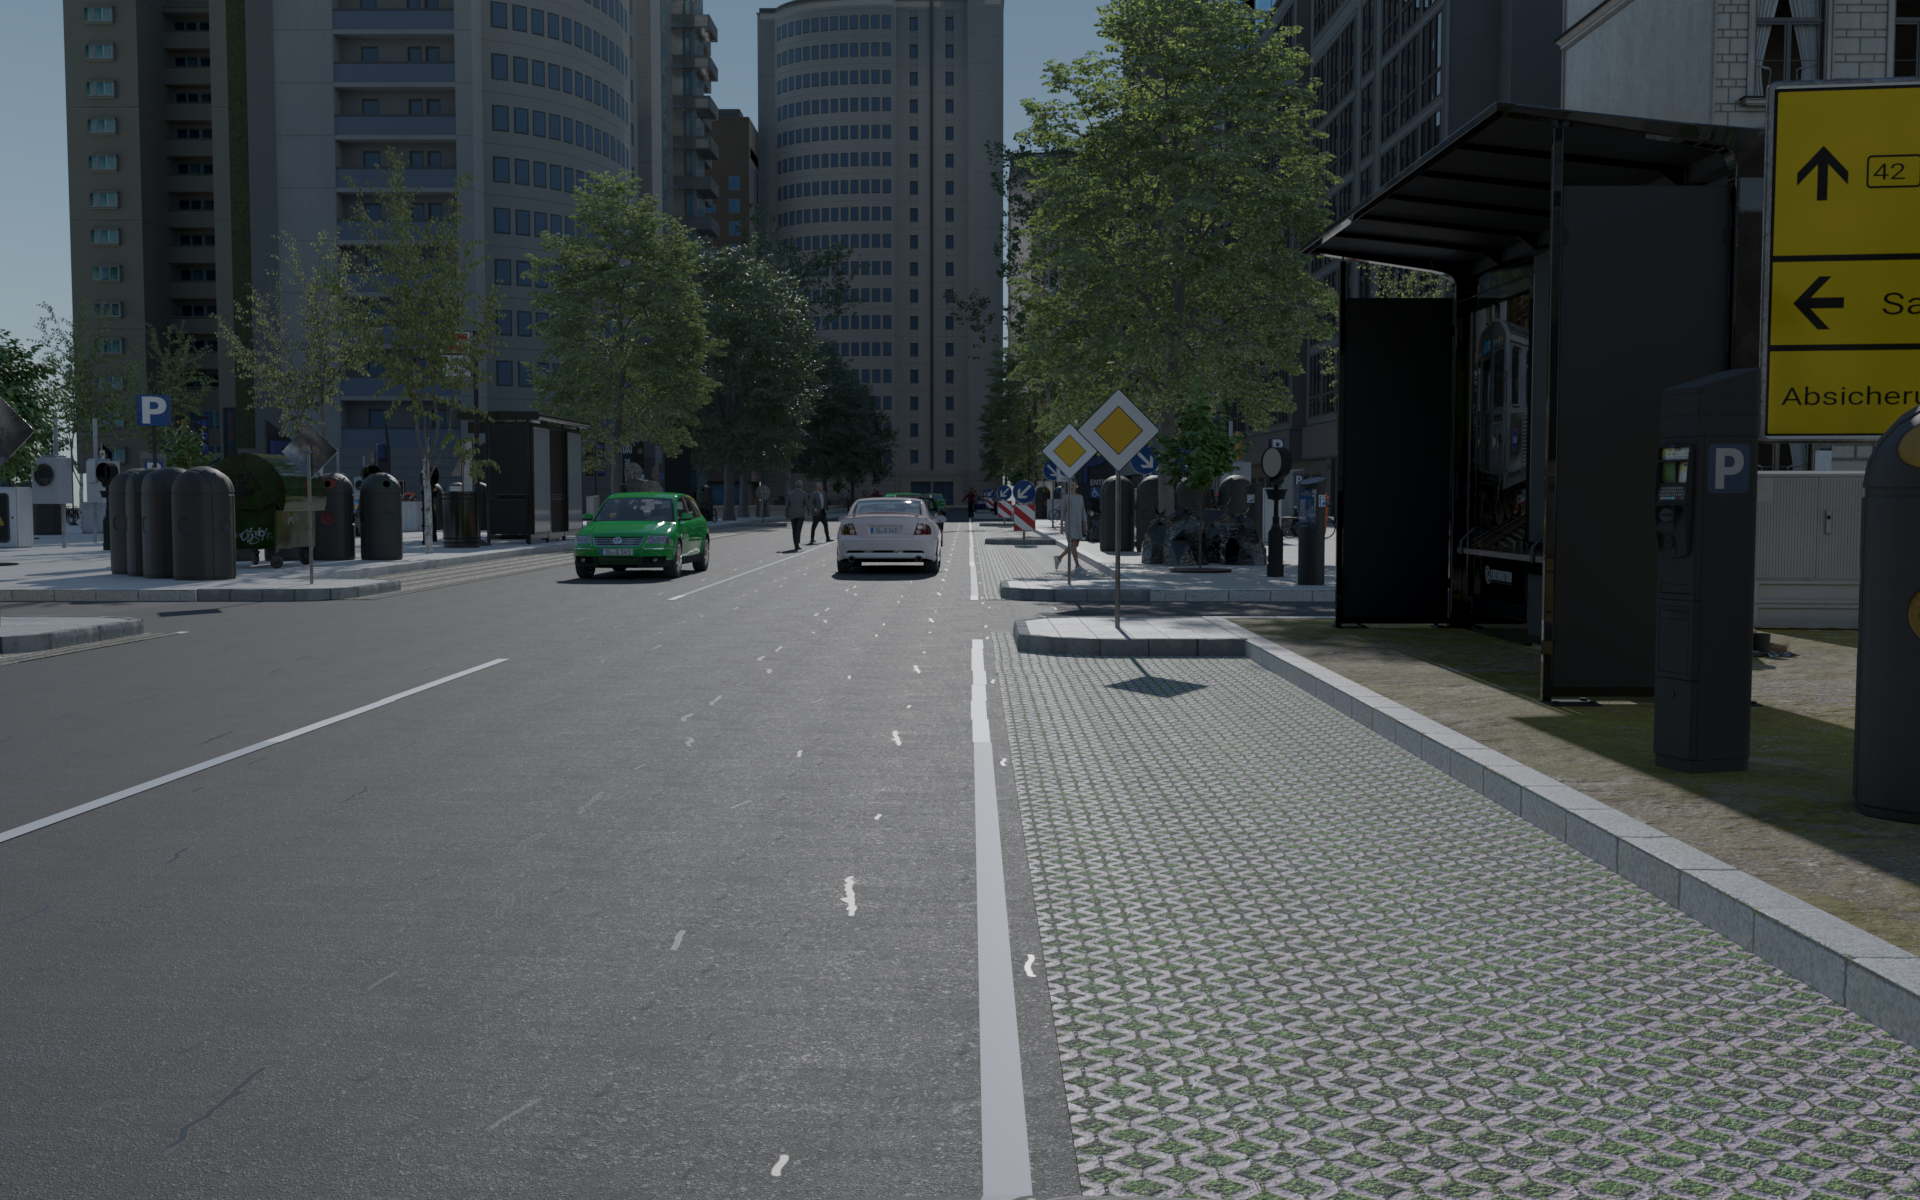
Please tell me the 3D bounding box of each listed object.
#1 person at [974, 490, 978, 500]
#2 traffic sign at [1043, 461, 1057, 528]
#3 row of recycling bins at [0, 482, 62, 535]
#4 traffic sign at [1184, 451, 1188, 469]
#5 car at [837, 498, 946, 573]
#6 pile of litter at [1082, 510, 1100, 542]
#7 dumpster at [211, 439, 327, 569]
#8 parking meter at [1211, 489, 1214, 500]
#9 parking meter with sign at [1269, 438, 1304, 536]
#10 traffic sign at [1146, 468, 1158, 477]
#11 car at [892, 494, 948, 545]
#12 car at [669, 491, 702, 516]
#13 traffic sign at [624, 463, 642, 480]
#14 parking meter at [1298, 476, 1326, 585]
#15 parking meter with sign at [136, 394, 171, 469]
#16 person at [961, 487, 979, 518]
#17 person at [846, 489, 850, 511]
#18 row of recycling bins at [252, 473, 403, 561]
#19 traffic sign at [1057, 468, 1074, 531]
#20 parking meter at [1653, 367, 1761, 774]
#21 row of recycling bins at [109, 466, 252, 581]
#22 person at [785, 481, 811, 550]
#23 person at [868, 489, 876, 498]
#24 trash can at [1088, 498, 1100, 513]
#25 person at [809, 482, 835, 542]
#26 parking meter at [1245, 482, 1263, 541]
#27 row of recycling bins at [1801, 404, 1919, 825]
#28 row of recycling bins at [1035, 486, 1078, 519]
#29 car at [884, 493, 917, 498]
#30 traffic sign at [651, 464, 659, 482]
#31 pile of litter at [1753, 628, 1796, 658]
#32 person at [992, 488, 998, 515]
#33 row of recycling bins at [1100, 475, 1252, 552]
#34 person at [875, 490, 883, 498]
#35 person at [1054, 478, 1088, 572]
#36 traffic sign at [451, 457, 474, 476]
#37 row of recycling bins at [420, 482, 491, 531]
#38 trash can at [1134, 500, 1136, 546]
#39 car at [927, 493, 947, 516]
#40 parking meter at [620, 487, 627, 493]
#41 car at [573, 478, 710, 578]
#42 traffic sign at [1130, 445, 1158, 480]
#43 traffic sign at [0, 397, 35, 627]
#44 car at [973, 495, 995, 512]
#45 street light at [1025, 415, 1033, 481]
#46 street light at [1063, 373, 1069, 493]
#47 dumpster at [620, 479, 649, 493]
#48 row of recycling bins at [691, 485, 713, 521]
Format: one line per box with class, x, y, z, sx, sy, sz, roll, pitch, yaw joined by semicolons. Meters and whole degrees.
person;1.399;-9.458;163.239;1.348;1.812;0.705;2;4;25
traffic sign;3.518;-4.000;65.510;0.768;2.556;0.104;1;4;10
row of recycling bins;-29.910;-2.920;54.855;3.534;1.692;1.069;1;4;19
traffic sign;5.998;-2.770;45.394;0.768;2.556;0.104;0;4;7
car;-1.309;-1.258;32.938;2.083;1.381;4.827;0;4;0
pile of litter;3.840;-2.017;46.949;1.176;0.858;1.719;0;4;-3
dumpster;-12.244;-1.712;30.483;1.502;2.255;1.985;0;4;0
parking meter;12.879;-4.939;89.158;0.372;1.533;0.369;0;3;0
parking meter with sign;10.247;-3.498;53.454;0.543;3.016;1.738;-2;4;-25
traffic sign;6.426;-3.539;57.974;0.768;2.556;0.104;0;4;4
car;-1.346;-2.452;49.878;2.009;1.686;4.222;0;4;-1
car;-6.743;-1.753;38.893;2.015;1.641;3.980;0;4;0
traffic sign;-13.211;-4.275;69.997;0.768;2.556;0.104;1;4;8
parking meter;4.965;-0.981;24.449;0.372;1.533;0.369;0;3;0
parking meter with sign;-14.484;-2.137;31.194;0.543;3.016;1.738;-2;4;-24
person;0.620;-5.712;101.853;1.348;1.831;0.705;3;4;39
person;-8.901;-7.865;137.100;0.705;1.823;1.348;-1;4;-9
row of recycling bins;-12.633;-1.615;33.518;3.534;1.692;1.069;-1;4;-14
traffic sign;3.612;-3.502;59.395;0.606;2.300;0.079;1;4;10
parking meter;3.457;-0.143;8.046;0.399;1.863;0.255;-1;4;-16
row of recycling bins;-12.304;-1.211;26.916;1.069;1.692;3.534;-3;5;-44
person;-4.184;-2.201;44.887;0.661;1.777;0.834;0;4;5
person;-6.403;-7.401;129.450;1.348;1.831;0.705;2;4;25
trash can;4.831;-3.047;61.465;0.748;1.137;0.748;0;3;0
person;-4.112;-2.592;51.277;0.834;1.777;0.661;3;4;37
parking meter;6.020;-1.658;35.515;0.372;1.533;0.369;0;3;0
row of recycling bins;4.469;0.089;5.657;1.069;1.692;3.534;-1;4;-17
row of recycling bins;5.613;-5.037;89.474;3.534;1.692;1.069;1;4;11
car;-1.982;-3.210;61.280;1.959;1.807;4.718;0;4;0
traffic sign;-12.601;-4.446;72.794;0.768;2.556;0.104;0;4;5
pile of litter;6.074;-0.023;14.340;1.176;0.858;1.719;-1;4;-14
person;2.394;-6.692;117.901;0.705;1.826;1.348;-1;4;-10
row of recycling bins;4.789;-1.916;38.432;3.534;1.692;1.069;1;4;22
person;-4.717;-5.565;100.965;0.415;1.643;0.593;3;4;36
person;2.035;-1.389;31.958;0.760;1.731;0.466;2;4;32
traffic sign;-14.618;-3.127;51.128;0.884;2.594;0.081;1;4;9
row of recycling bins;-17.416;-3.305;61.150;3.534;1.692;1.069;1;4;14
trash can;4.531;-1.921;43.068;0.748;1.137;0.748;0;3;0
car;-1.833;-6.524;115.460;1.959;1.807;4.718;0;4;-2
parking meter;-12.514;-3.412;64.204;0.372;1.533;0.369;0;3;0
car;-5.635;-1.356;30.975;1.959;1.807;4.718;0;4;1
traffic sign;4.796;-2.745;44.987;0.768;2.556;0.104;0;4;4
traffic sign;-9.284;-0.796;16.656;0.795;2.450;0.064;0;4;0
car;1.886;-7.594;136.738;1.945;1.354;3.894;0;4;-1
street light;3.954;-7.739;99.314;0.468;5.910;1.993;0;4;0
street light;3.769;-5.367;60.532;0.468;5.910;1.993;0;4;0
dumpster;-12.474;-3.770;67.392;1.264;1.857;1.865;0;4;0
row of recycling bins;-13.241;-4.580;82.001;3.534;1.692;1.069;2;4;23
